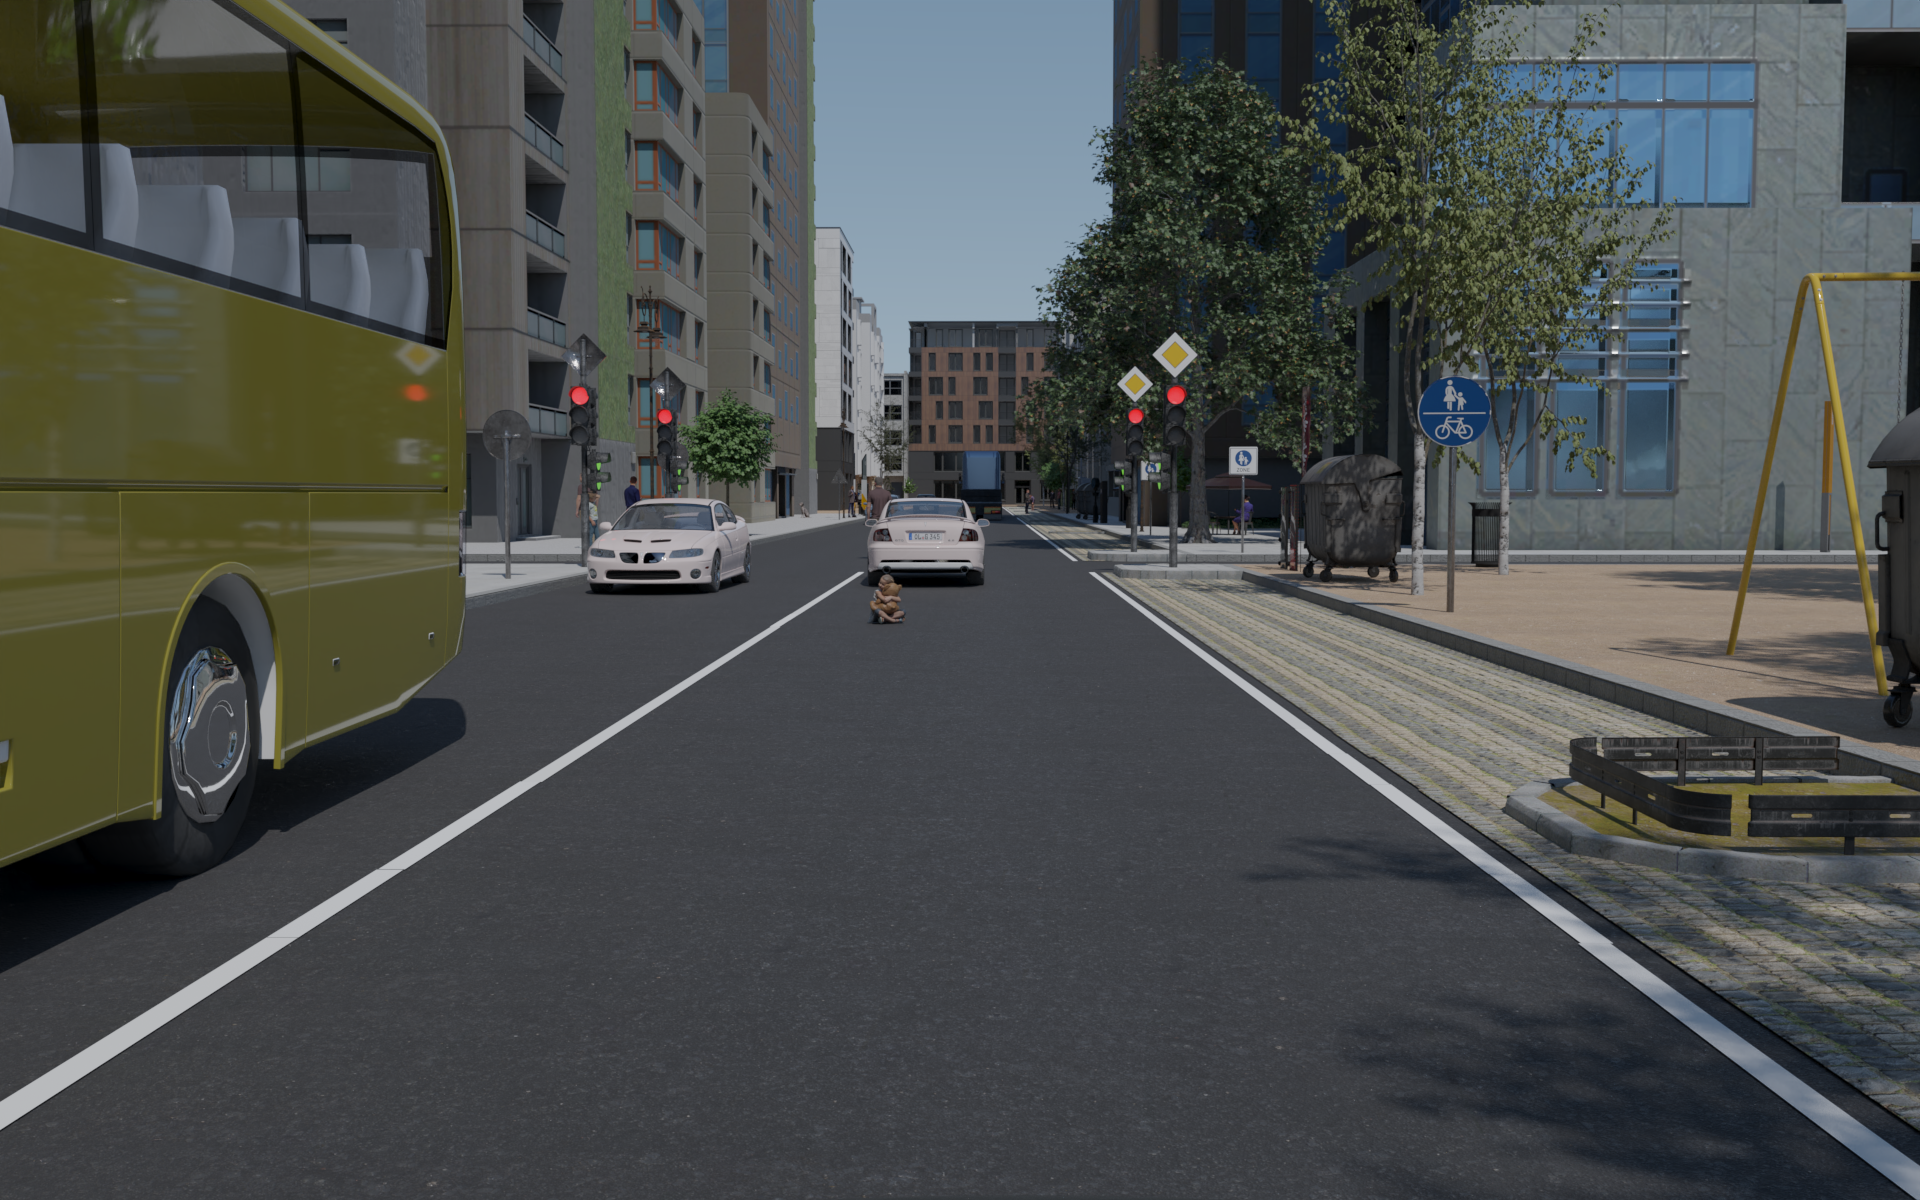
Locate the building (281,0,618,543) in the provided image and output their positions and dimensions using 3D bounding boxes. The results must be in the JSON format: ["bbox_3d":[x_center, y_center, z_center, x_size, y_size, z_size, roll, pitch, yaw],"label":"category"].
[{"bbox_3d":[-17.453,-22.248,47.350,14.154,41.232,14.086,0,4,1],"label":"building"}]

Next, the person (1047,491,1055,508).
[{"bbox_3d":[8.470,-9.423,160.906,0.742,1.727,0.445,-2,4,-28],"label":"person"}]

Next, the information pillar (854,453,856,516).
[{"bbox_3d":[-5.965,-6.521,97.970,0.183,3.616,0.504,0,4,-3],"label":"information pillar"}]

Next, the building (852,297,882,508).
[{"bbox_3d":[-16.022,-18.828,164.260,16.016,20.091,11.380,0,4,1],"label":"building"}]

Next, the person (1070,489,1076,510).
[{"bbox_3d":[9.308,-8.204,140.888,1.217,1.735,0.721,-2,4,-35],"label":"person"}]

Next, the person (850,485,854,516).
[{"bbox_3d":[-6.294,-5.870,102.143,0.434,1.807,0.598,0,4,8],"label":"person"}]

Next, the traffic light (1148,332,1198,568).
[{"bbox_3d":[3.708,-2.522,30.159,0.839,4.253,0.868,0,4,1],"label":"traffic light"}]

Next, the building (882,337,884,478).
[{"bbox_3d":[-13.732,-19.684,178.257,11.380,20.091,16.016,0,4,1],"label":"building"}]

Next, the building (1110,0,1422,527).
[{"bbox_3d":[13.940,-25.900,73.570,14.600,45.320,14.200,0,4,1],"label":"building"}]

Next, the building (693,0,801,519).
[{"bbox_3d":[-16.080,-26.939,90.568,14.600,45.320,14.200,0,4,1],"label":"building"}]

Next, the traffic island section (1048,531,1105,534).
[{"bbox_3d":[4.212,-2.450,62.919,1.991,0.108,1.994,0,4,1],"label":"traffic island section"}]

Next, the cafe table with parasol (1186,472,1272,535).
[{"bbox_3d":[8.406,-3.016,54.172,2.610,1.966,2.610,1,4,20],"label":"cafe table with parasol"}]

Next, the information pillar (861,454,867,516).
[{"bbox_3d":[-5.549,-6.672,100.438,0.183,3.616,0.504,2,4,27],"label":"information pillar"}]

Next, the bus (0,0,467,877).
[{"bbox_3d":[-4.003,-0.741,3.660,2.896,3.916,12.252,0,4,0],"label":"bus"}]

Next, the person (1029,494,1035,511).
[{"bbox_3d":[5.949,-8.048,143.316,0.421,1.427,0.697,2,4,30],"label":"person"}]

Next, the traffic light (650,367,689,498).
[{"bbox_3d":[-6.438,-3.019,38.274,0.839,4.253,0.868,0,4,1],"label":"traffic light"}]

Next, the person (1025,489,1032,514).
[{"bbox_3d":[4.959,-7.013,123.690,0.750,1.759,0.617,2,4,34],"label":"person"}]

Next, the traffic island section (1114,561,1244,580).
[{"bbox_3d":[3.748,-0.489,30.272,2.009,0.180,2.903,0,4,1],"label":"traffic island section"}]

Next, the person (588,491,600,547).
[{"bbox_3d":[-8.037,-1.722,38.107,0.340,1.345,0.435,0,4,1],"label":"person"}]

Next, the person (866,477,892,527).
[{"bbox_3d":[-1.741,-1.796,37.996,0.598,1.807,0.434,0,4,6],"label":"person"}]

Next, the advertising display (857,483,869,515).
[{"bbox_3d":[-5.925,-6.155,105.847,0.123,1.923,0.974,-3,5,-41],"label":"advertising display"}]

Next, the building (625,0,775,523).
[{"bbox_3d":[-23.030,-13.734,69.591,27.650,21.520,28.899,0,4,1],"label":"building"}]

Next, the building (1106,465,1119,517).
[{"bbox_3d":[25.070,-24.999,100.615,32.217,40.220,23.993,0,4,1],"label":"building"}]

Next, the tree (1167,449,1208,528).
[{"bbox_3d":[8.475,-4.403,66.590,1.663,3.219,1.824,0,3,0],"label":"tree"}]

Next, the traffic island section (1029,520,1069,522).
[{"bbox_3d":[4.602,-4.097,89.860,1.991,0.108,1.994,0,4,1],"label":"traffic island section"}]

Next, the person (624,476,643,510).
[{"bbox_3d":[-8.303,-2.291,44.207,0.576,1.737,0.504,1,4,22],"label":"person"}]

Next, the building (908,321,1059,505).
[{"bbox_3d":[10.351,-22.680,214.786,32.646,21.610,27.936,0,4,1],"label":"building"}]

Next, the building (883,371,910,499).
[{"bbox_3d":[-21.803,-20.949,208.969,31.486,18.905,16.747,0,4,1],"label":"building"}]

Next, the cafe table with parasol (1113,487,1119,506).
[{"bbox_3d":[8.623,-4.837,83.958,2.610,1.966,2.610,0,4,-8],"label":"cafe table with parasol"}]

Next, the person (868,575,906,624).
[{"bbox_3d":[-0.822,-0.010,19.140,0.381,0.543,0.357,-2,4,-31],"label":"person"}]

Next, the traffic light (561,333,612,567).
[{"bbox_3d":[-6.552,-2.530,30.290,0.839,4.253,0.868,0,4,1],"label":"traffic light"}]

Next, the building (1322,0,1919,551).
[{"bbox_3d":[26.545,-44.960,47.765,31.000,86.520,22.319,0,4,1],"label":"building"}]

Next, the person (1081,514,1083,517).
[{"bbox_3d":[6.931,-4.960,97.614,0.381,0.543,0.357,3,4,36],"label":"person"}]

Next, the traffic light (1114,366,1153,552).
[{"bbox_3d":[3.823,-3.011,38.143,0.839,4.253,0.868,0,4,1],"label":"traffic light"}]

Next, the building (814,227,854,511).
[{"bbox_3d":[-23.117,-17.539,130.739,27.936,21.610,32.646,0,4,1],"label":"building"}]

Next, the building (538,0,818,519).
[{"bbox_3d":[-16.409,-25.767,104.881,14.154,41.232,14.086,0,4,1],"label":"building"}]

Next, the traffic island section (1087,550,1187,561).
[{"bbox_3d":[3.863,-0.977,38.257,2.009,0.180,2.903,0,4,1],"label":"traffic island section"}]

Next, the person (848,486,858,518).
[{"bbox_3d":[-5.834,-5.345,94.252,0.431,1.722,0.655,2,4,32],"label":"person"}]

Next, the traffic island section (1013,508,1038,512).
[{"bbox_3d":[5.318,-7.168,140.067,1.991,0.108,1.994,0,4,1],"label":"traffic island section"}]

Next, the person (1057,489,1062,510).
[{"bbox_3d":[8.113,-8.321,142.809,0.721,1.743,1.217,0,4,5],"label":"person"}]

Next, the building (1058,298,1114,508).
[{"bbox_3d":[18.733,-18.573,170.126,16.747,18.905,31.486,0,4,1],"label":"building"}]

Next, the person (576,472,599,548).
[{"bbox_3d":[-8.858,-2.133,41.046,0.598,1.807,0.434,-3,5,-39],"label":"person"}]
